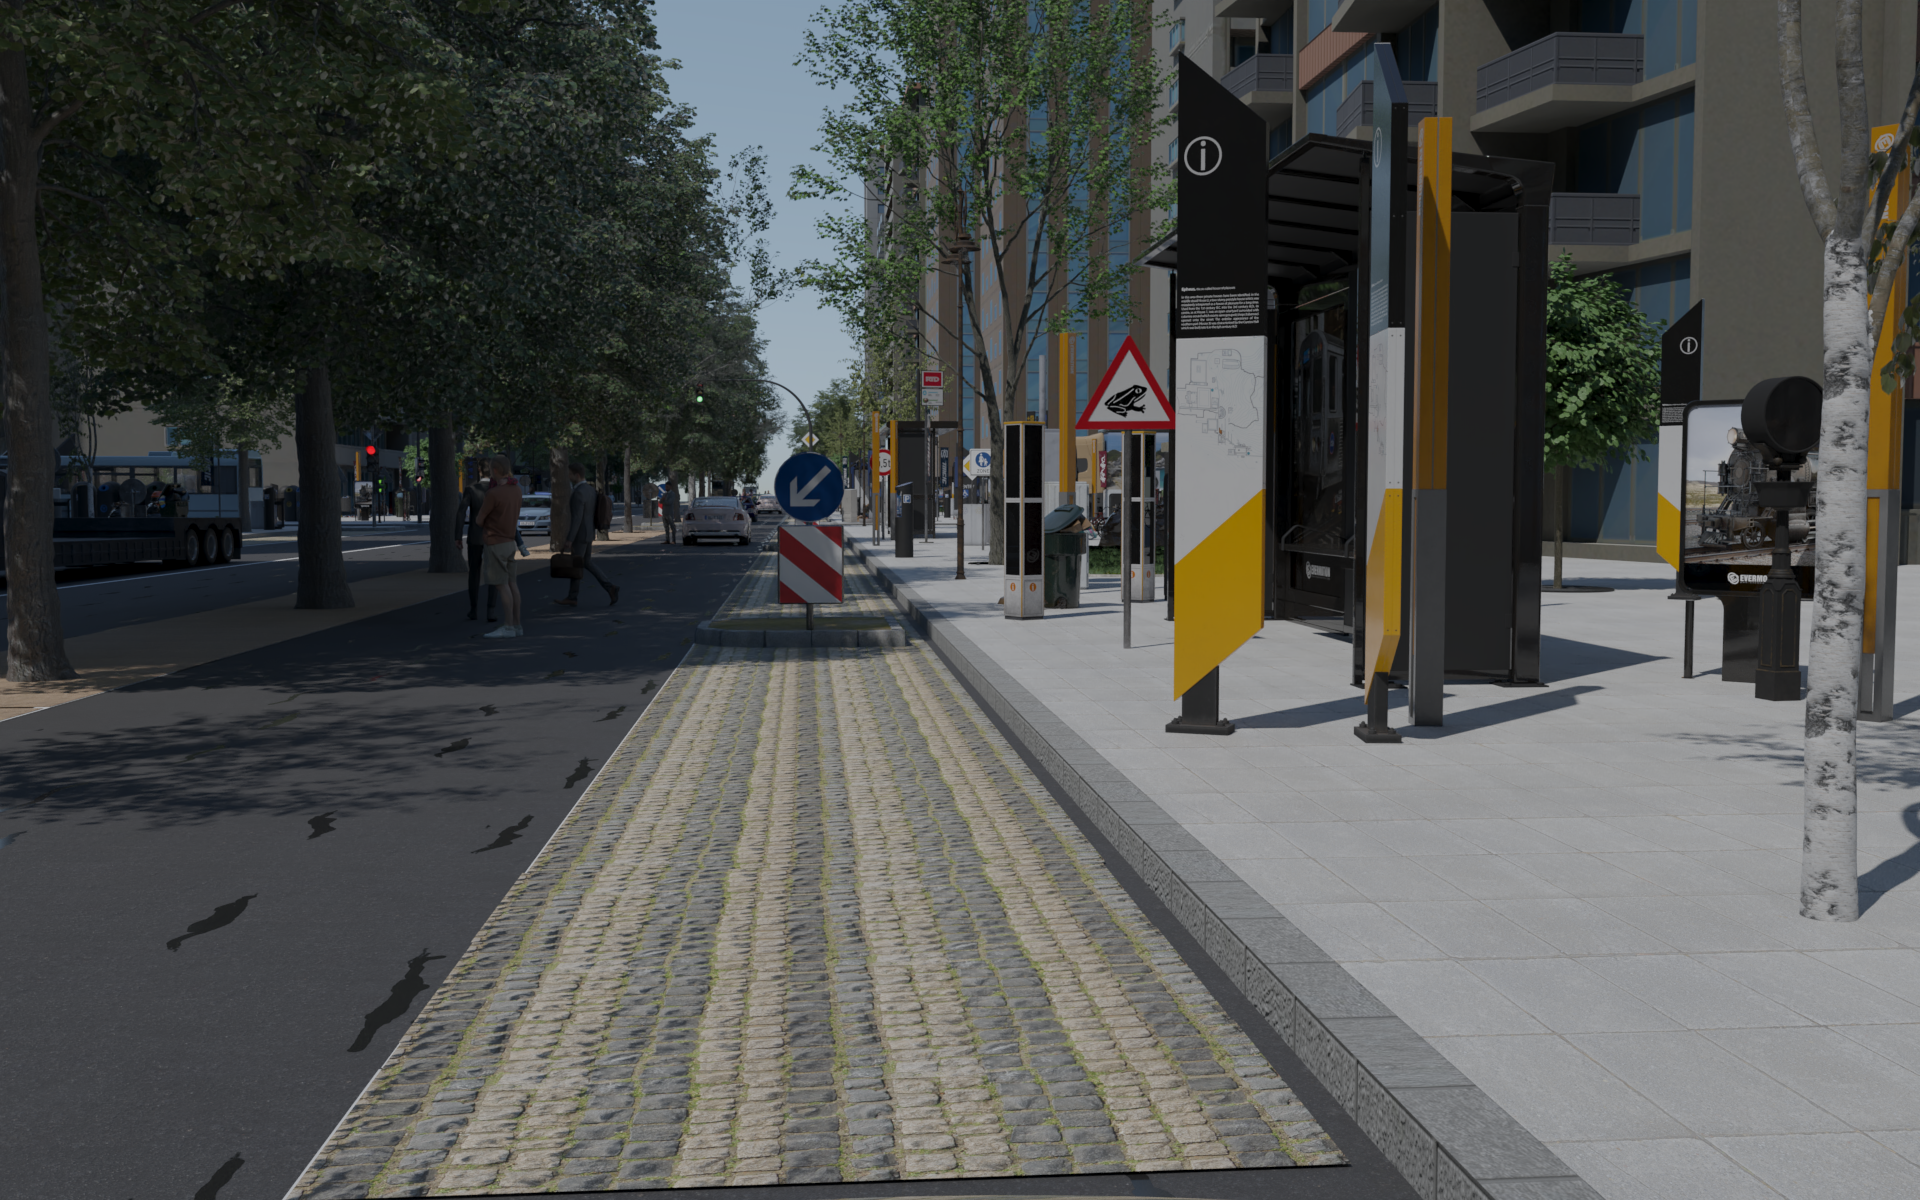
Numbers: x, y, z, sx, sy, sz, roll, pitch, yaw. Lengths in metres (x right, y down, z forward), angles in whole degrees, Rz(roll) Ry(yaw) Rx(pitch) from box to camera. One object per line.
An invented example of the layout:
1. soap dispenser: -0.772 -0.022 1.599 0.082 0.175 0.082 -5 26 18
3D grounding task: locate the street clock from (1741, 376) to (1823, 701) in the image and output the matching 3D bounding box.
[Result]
1. street clock: 5.106 -0.378 10.757 0.471 2.002 0.358 -1 4 -12

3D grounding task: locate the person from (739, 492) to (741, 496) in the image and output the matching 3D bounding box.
1. person: -38.807 -18.084 304.892 1.217 1.735 0.721 -3 5 -39

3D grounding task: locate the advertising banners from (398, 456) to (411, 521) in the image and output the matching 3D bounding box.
1. advertising banners: -26.203 -5.228 81.668 0.090 3.025 2.074 0 4 -4

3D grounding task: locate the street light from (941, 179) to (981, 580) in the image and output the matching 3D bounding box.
1. street light: 0.008 -3.245 25.838 0.468 5.910 1.993 0 4 -5

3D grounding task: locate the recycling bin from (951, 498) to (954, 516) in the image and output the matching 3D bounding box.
1. recycling bin: -0.301 -5.554 103.355 0.722 1.027 0.722 -2 4 -25

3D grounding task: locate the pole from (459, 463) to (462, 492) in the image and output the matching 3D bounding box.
1. pole: -26.875 -6.080 93.243 0.158 3.312 0.155 0 3 0

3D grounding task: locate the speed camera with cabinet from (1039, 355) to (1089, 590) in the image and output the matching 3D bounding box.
1. speed camera with cabinet: 1.397 -1.820 24.090 0.660 3.252 2.038 0 4 -3

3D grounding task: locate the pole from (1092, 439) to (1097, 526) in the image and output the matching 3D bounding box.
1. pole: 4.958 -4.282 63.860 0.158 3.312 0.155 0 3 0

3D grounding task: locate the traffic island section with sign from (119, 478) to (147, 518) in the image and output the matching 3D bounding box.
1. traffic island section with sign: -20.621 -2.092 42.832 1.989 1.847 2.006 0 4 -5

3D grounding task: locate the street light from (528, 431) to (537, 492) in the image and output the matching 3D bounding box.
1. street light: -29.484 -8.989 119.765 0.468 5.910 1.993 0 4 -5

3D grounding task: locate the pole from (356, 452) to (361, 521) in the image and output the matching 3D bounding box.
1. pole: -29.123 -5.509 83.921 0.158 3.312 0.155 0 3 0

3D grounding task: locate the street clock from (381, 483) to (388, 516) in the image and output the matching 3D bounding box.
1. street clock: -34.433 -6.049 103.474 0.358 2.002 0.471 2 4 33

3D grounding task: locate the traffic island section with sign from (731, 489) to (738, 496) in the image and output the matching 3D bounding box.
1. traffic island section with sign: -19.675 -8.729 150.847 2.006 1.907 1.989 0 4 -5

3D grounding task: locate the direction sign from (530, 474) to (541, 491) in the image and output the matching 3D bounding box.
1. direction sign: -33.337 -8.810 136.043 0.876 3.537 0.379 0 4 1

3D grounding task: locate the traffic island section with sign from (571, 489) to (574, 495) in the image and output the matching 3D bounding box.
1. traffic island section with sign: -27.952 -7.092 124.580 1.989 1.847 2.006 0 4 -5

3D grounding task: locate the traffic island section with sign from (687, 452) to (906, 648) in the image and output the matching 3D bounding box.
1. traffic island section with sign: -1.582 -0.512 16.997 1.989 1.847 2.006 0 4 -5

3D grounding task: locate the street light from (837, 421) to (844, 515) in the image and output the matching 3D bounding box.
1. street light: -7.405 -8.260 107.842 0.468 5.910 1.993 0 4 -5

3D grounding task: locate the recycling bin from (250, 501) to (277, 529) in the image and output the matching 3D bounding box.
1. recycling bin: -25.708 -3.143 63.942 0.722 1.027 0.722 0 4 1

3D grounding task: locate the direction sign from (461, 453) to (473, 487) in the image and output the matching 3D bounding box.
1. direction sign: -27.041 -6.293 94.883 0.379 3.537 0.876 3 4 38

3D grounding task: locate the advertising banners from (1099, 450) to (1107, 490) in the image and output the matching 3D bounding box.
1. advertising banners: 6.170 -4.458 69.072 0.090 3.025 2.074 -2 4 -34

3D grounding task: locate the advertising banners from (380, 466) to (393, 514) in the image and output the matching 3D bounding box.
1. advertising banners: -35.793 -6.902 109.029 2.074 3.025 0.090 2 4 34

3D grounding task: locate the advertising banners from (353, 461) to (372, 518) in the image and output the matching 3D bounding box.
1. advertising banners: -31.558 -5.826 91.436 0.090 3.025 2.074 0 4 5

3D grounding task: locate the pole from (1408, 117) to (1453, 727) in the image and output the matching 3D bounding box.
1. pole: 2.588 -0.959 9.530 0.158 3.312 0.155 0 3 0

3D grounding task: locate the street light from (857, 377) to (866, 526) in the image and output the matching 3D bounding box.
1. street light: -3.803 -5.864 68.669 0.468 5.910 1.993 0 4 -5

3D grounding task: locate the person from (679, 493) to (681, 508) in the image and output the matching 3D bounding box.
1. person: -29.386 -10.446 180.768 0.415 1.643 0.593 -3 4 -37

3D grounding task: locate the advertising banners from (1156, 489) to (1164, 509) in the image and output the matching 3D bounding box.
1. advertising banners: 5.657 -3.286 49.913 0.090 3.025 2.074 -1 4 -12

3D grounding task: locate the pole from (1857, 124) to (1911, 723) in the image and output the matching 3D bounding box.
1. pole: 5.171 -0.971 9.717 0.158 3.312 0.155 0 3 0

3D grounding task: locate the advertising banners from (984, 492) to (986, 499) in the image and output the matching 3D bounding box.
1. advertising banners: 2.819 -8.445 134.264 2.074 3.025 0.090 -1 4 -20

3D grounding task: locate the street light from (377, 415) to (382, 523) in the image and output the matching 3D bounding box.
1. street light: -25.687 -6.341 76.469 0.468 5.910 1.993 0 4 -5

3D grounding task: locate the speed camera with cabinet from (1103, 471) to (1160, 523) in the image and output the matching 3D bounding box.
1. speed camera with cabinet: 6.407 -4.302 64.672 2.038 3.252 0.660 0 4 -3

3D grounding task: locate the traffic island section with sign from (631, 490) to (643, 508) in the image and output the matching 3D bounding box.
1. traffic island section with sign: -32.475 -10.180 175.072 1.989 1.847 2.006 0 4 -5

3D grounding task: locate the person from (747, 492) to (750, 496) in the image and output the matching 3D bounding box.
1. person: -31.393 -15.105 256.168 1.217 1.736 0.721 -3 5 -44

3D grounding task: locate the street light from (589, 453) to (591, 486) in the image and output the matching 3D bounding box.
1. street light: -32.472 -10.977 152.258 0.468 5.910 1.993 0 4 -5

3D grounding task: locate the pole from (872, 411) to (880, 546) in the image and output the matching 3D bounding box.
1. pole: -2.076 -2.994 42.799 0.158 3.312 0.155 0 3 0

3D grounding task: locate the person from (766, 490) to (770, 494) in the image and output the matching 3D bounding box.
1. person: -19.388 -10.189 175.181 1.348 1.812 0.705 0 4 4

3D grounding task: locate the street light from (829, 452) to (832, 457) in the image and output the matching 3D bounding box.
1. street light: -11.232 -10.929 151.482 0.468 5.910 1.993 0 4 -5

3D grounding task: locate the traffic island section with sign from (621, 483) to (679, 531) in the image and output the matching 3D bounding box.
1. traffic island section with sign: -12.312 -3.700 68.629 2.006 1.907 1.989 0 4 -5

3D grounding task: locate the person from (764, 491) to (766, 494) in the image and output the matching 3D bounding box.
1. person: -22.687 -11.848 202.227 1.348 1.822 0.705 3 4 38

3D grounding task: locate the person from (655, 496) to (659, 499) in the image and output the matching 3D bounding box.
1. person: -31.521 -10.513 181.093 0.721 1.736 1.217 -3 5 -41

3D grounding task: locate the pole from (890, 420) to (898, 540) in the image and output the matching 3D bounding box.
1. pole: -1.820 -3.306 47.902 0.158 3.312 0.155 0 3 0

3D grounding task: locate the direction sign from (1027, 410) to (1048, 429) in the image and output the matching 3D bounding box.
1. direction sign: 2.099 -3.376 47.203 0.379 3.537 0.876 -3 4 -37

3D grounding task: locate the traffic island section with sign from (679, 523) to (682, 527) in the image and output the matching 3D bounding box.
1. traffic island section with sign: -12.963 -4.151 76.007 2.006 1.907 1.989 0 4 -5

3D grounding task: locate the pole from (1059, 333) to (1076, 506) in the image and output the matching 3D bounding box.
1. pole: 1.368 -1.725 22.044 0.158 3.312 0.155 0 3 0

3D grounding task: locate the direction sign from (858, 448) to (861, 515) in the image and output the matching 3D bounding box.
1. direction sign: -4.925 -5.707 85.304 0.379 3.537 0.876 0 4 4

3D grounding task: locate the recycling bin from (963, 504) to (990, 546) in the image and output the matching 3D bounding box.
1. recycling bin: 0.356 -1.882 43.323 0.722 1.027 0.722 1 4 10

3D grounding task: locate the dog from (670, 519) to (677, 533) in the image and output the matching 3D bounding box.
1. dog: -10.696 -2.770 64.571 0.406 0.507 0.540 -3 4 -38
